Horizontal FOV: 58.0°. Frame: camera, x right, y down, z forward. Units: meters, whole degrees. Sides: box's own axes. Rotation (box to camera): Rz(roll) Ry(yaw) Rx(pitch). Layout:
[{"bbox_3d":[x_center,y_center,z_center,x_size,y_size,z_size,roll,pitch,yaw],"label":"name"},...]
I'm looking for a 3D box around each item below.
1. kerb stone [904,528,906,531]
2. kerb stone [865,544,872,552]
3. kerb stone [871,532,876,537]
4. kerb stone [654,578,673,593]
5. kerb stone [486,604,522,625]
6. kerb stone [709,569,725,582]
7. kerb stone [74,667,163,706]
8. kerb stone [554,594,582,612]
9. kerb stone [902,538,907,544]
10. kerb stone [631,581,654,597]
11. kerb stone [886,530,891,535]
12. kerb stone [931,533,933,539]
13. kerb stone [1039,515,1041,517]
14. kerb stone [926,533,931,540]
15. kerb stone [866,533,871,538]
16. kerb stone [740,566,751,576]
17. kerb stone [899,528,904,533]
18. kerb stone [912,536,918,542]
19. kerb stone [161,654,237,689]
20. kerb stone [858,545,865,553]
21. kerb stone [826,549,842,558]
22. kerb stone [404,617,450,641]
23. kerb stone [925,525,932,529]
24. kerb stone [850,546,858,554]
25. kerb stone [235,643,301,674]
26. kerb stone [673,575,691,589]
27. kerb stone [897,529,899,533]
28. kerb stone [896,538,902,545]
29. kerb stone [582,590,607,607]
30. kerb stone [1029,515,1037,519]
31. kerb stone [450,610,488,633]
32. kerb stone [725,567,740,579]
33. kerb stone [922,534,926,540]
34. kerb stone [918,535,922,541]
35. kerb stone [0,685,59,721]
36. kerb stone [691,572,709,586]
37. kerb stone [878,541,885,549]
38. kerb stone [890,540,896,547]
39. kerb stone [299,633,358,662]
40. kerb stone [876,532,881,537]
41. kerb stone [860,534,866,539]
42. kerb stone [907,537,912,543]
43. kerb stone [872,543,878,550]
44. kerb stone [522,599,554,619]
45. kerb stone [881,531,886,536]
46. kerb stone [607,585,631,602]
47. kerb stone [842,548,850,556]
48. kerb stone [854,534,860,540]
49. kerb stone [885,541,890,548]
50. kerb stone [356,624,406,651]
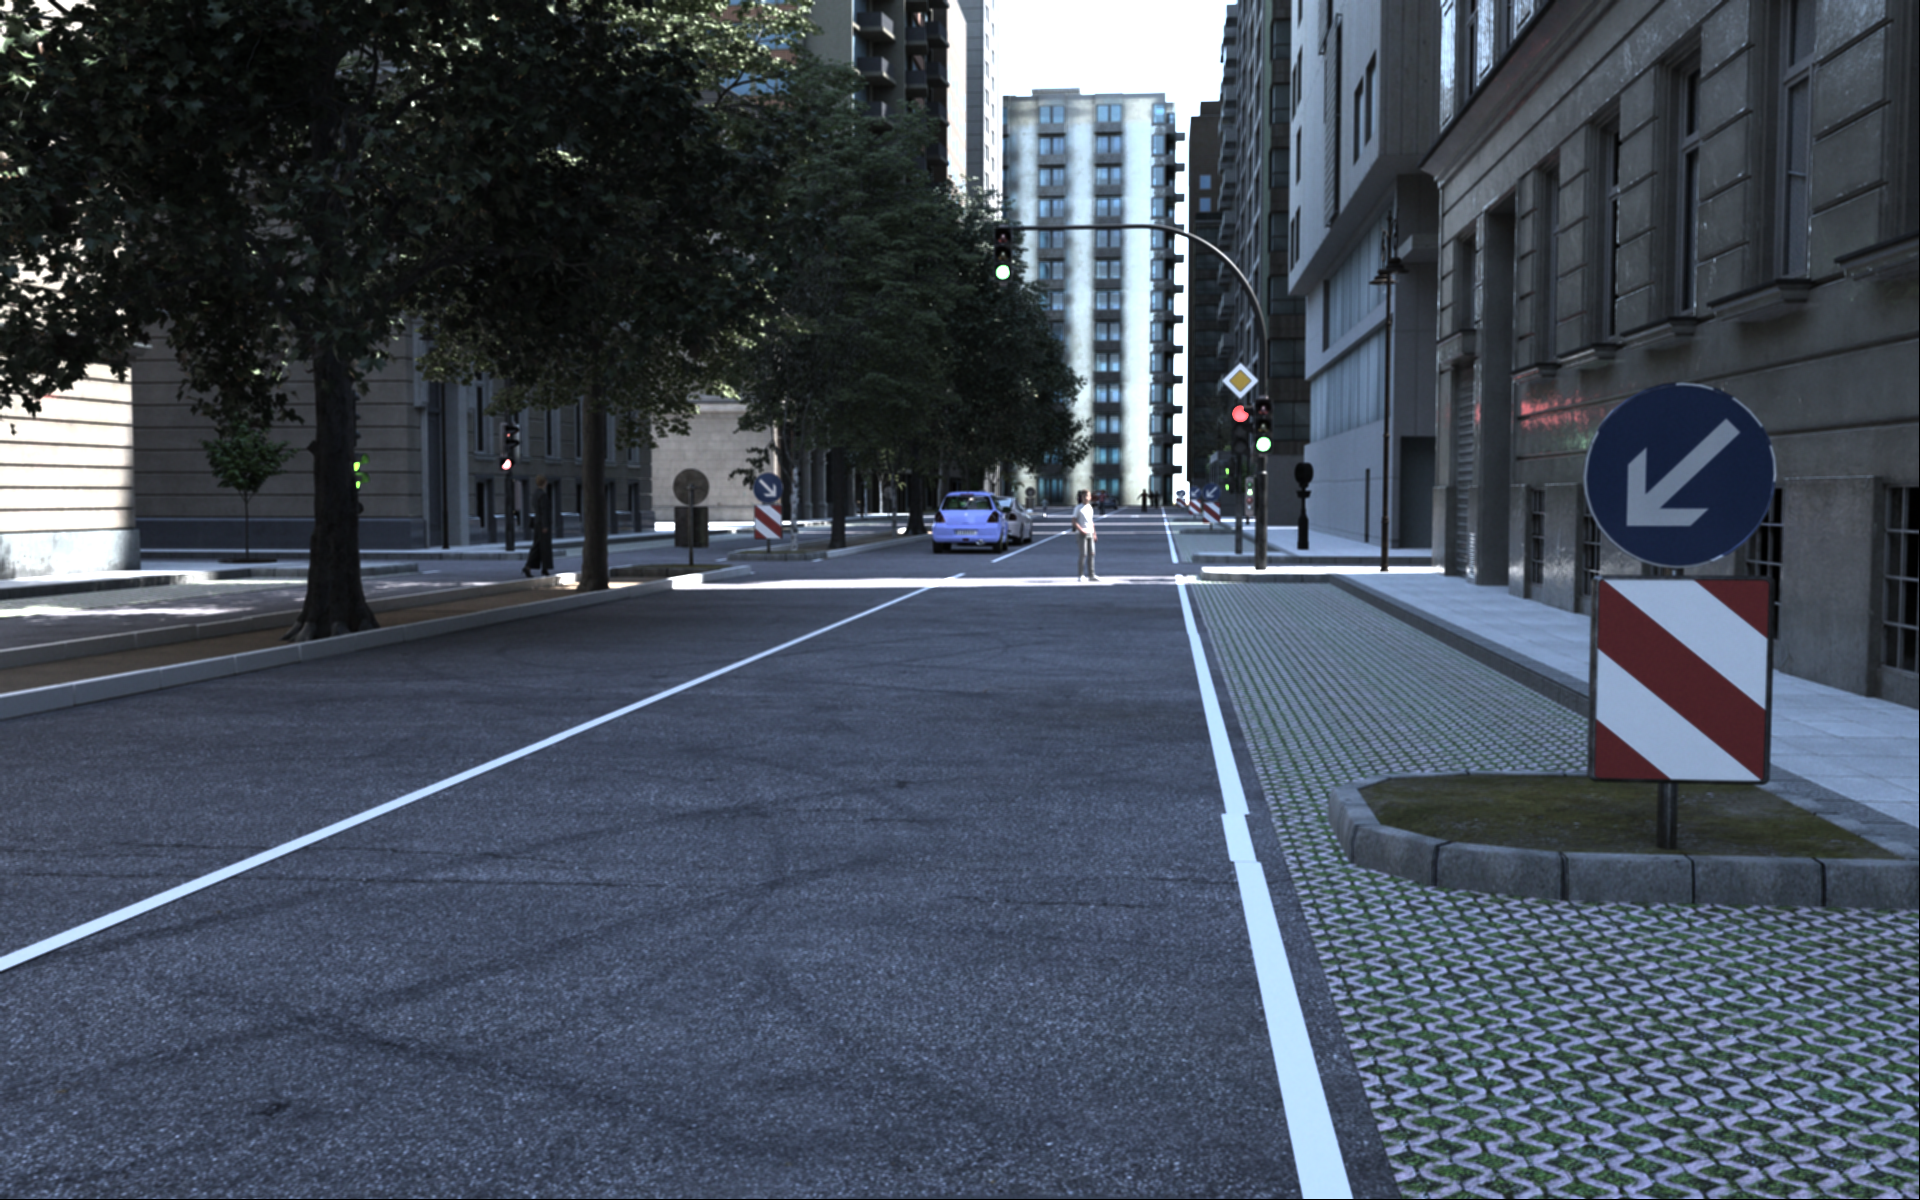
[{"bbox_3d":[-2.148,-2.549,63.874,0.120,0.150,1.000,0,4,7],"label":"kerb stone"},{"bbox_3d":[-2.405,-1.289,43.270,0.120,0.150,1.000,0,4,7],"label":"kerb stone"},{"bbox_3d":[-2.965,-2.113,56.748,0.120,0.150,1.000,0,4,7],"label":"kerb stone"},{"bbox_3d":[-4.451,-0.198,25.459,0.120,0.150,1.000,0,4,7],"label":"kerb stone"},{"bbox_3d":[-5.158,0.175,19.342,0.120,0.150,1.000,0,4,7],"label":"kerb stone"},{"bbox_3d":[-4.102,-0.386,28.513,0.120,0.150,1.000,0,4,7],"label":"kerb stone"},{"bbox_3d":[-5.980,0.614,12.207,0.120,0.150,1.000,0,4,7],"label":"kerb stone"},{"bbox_3d":[-4.923,0.052,21.380,0.120,0.150,1.000,0,4,7],"label":"kerb stone"},{"bbox_3d":[-1.702,-1.663,49.394,0.120,0.150,1.000,0,4,7],"label":"kerb stone"},{"bbox_3d":[-4.566,-0.137,24.443,0.120,0.150,1.000,0,4,7],"label":"kerb stone"},{"bbox_3d":[-2.616,-2.297,59.802,0.120,0.150,1.000,0,4,7],"label":"kerb stone"},{"bbox_3d":[-0.996,-2.036,55.510,0.120,0.150,1.000,0,4,7],"label":"kerb stone"},{"bbox_3d":[4.625,-5.023,104.405,0.120,0.150,1.000,0,4,7],"label":"kerb stone"},{"bbox_3d":[-1.115,-1.975,54.486,0.120,0.150,1.000,0,4,7],"label":"kerb stone"},{"bbox_3d":[-3.086,-2.051,55.733,0.120,0.150,1.000,0,4,7],"label":"kerb stone"},{"bbox_3d":[-3.865,-0.509,30.553,0.120,0.150,1.000,0,4,7],"label":"kerb stone"},{"bbox_3d":[-2.274,-2.481,62.856,0.120,0.150,1.000,0,4,7],"label":"kerb stone"},{"bbox_3d":[-1.465,-1.788,51.428,0.120,0.150,1.000,0,4,7],"label":"kerb stone"},{"bbox_3d":[-5.863,0.554,13.222,0.120,0.150,1.000,0,4,7],"label":"kerb stone"},{"bbox_3d":[-2.525,-1.227,42.254,0.120,0.150,1.000,0,4,7],"label":"kerb stone"},{"bbox_3d":[-2.882,-1.039,39.195,0.120,0.150,1.000,0,4,7],"label":"kerb stone"},{"bbox_3d":[-5.386,0.299,17.306,0.120,0.150,1.000,0,4,7],"label":"kerb stone"},{"bbox_3d":[-1.216,-3.047,72.027,0.120,0.150,1.000,0,4,7],"label":"kerb stone"},{"bbox_3d":[-2.643,-1.163,41.239,0.120,0.150,1.000,0,4,7],"label":"kerb stone"},{"bbox_3d":[-5.744,0.492,14.242,0.120,0.150,1.000,0,4,7],"label":"kerb stone"},{"bbox_3d":[-4.340,-0.262,26.475,0.120,0.150,1.000,0,4,7],"label":"kerb stone"},{"bbox_3d":[-2.390,-2.425,61.838,0.120,0.150,1.000,0,4,7],"label":"kerb stone"},{"bbox_3d":[-1.822,-1.601,48.367,0.120,0.150,1.000,0,4,7],"label":"kerb stone"},{"bbox_3d":[-4.809,-0.012,22.397,0.120,0.150,1.000,0,4,7],"label":"kerb stone"},{"bbox_3d":[4.267,-4.842,101.358,0.120,0.150,1.000,0,4,7],"label":"kerb stone"},{"bbox_3d":[-5.275,0.241,18.327,0.120,0.150,1.000,0,4,7],"label":"kerb stone"},{"bbox_3d":[-3.982,-0.449,29.532,0.120,0.150,1.000,0,4,7],"label":"kerb stone"},{"bbox_3d":[-1.239,-1.913,53.471,0.120,0.150,1.000,0,4,7],"label":"kerb stone"},{"bbox_3d":[-1.355,-1.849,52.450,0.120,0.150,1.000,0,4,7],"label":"kerb stone"},{"bbox_3d":[-6.092,0.675,11.181,0.120,0.150,1.000,0,4,7],"label":"kerb stone"},{"bbox_3d":[-4.218,-0.324,27.498,0.120,0.150,1.000,0,4,7],"label":"kerb stone"},{"bbox_3d":[-2.171,-1.413,45.304,0.120,0.150,1.000,0,4,7],"label":"kerb stone"},{"bbox_3d":[-1.941,-1.538,47.342,0.120,0.150,1.000,0,4,7],"label":"kerb stone"},{"bbox_3d":[-5.619,0.427,15.263,0.120,0.150,1.000,0,4,7],"label":"kerb stone"},{"bbox_3d":[-2.859,-2.175,57.765,0.120,0.150,1.000,0,4,7],"label":"kerb stone"},{"bbox_3d":[-3.201,-1.987,54.717,0.120,0.150,1.000,0,4,7],"label":"kerb stone"},{"bbox_3d":[-1.588,-1.726,50.413,0.120,0.150,1.000,0,4,7],"label":"kerb stone"},{"bbox_3d":[-2.293,-1.351,44.286,0.120,0.150,1.000,0,4,7],"label":"kerb stone"},{"bbox_3d":[-5.036,0.114,20.365,0.120,0.150,1.000,0,4,7],"label":"kerb stone"},{"bbox_3d":[-2.732,-2.238,58.786,0.120,0.150,1.000,0,4,7],"label":"kerb stone"},{"bbox_3d":[-4.690,-0.070,23.418,0.120,0.150,1.000,0,4,7],"label":"kerb stone"},{"bbox_3d":[-2.757,-1.103,40.223,0.120,0.150,1.000,0,4,7],"label":"kerb stone"},{"bbox_3d":[-3.322,-1.926,53.697,0.120,0.150,1.000,0,4,7],"label":"kerb stone"},{"bbox_3d":[-2.068,-1.476,46.321,0.120,0.150,1.000,0,4,7],"label":"kerb stone"},{"bbox_3d":[-5.507,0.362,16.285,0.120,0.150,1.000,0,4,7],"label":"kerb stone"}]
